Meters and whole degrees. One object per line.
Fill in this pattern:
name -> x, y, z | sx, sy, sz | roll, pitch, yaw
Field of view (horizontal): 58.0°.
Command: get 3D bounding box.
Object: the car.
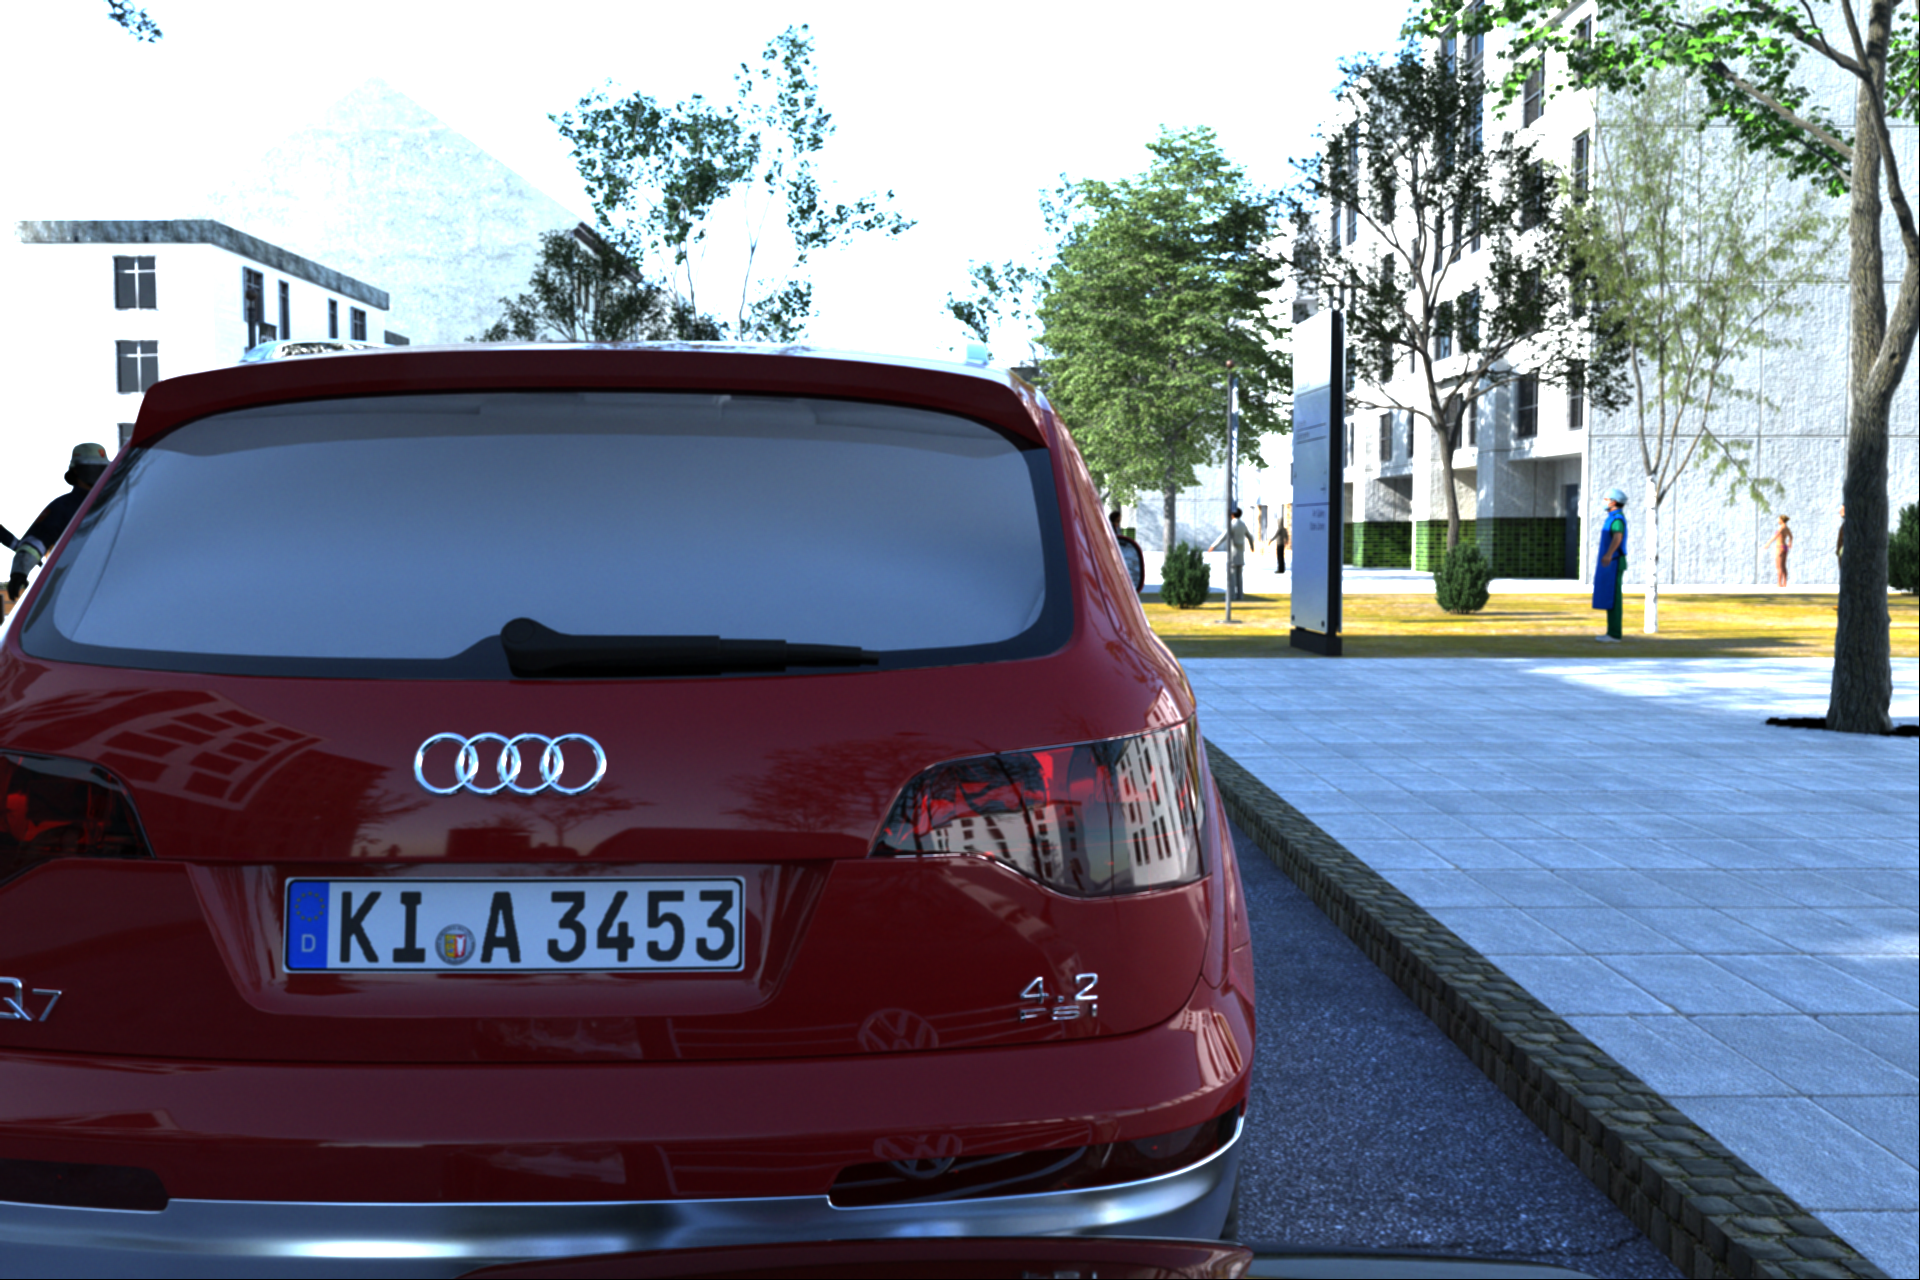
car -> -0.570, 0.249, 4.603 | 2.281, 1.827, 5.304 | 0, 4, -1

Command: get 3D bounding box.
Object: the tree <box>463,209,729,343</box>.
tree -> -9.702, -7.031, 49.373 | 8.767, 10.594, 7.601 | -1, 4, -17

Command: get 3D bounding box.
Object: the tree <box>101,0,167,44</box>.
tree -> -9.303, -6.169, 11.232 | 12.009, 13.543, 11.850 | 0, 3, 0

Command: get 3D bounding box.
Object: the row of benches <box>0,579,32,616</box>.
row of benches -> -14.320, -0.518, 23.935 | 4.104, 0.672, 1.422 | 1, 4, 11

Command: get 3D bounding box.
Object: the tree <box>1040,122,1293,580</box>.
tree -> 6.032, -7.942, 47.973 | 7.486, 12.596, 7.792 | 0, 3, 0

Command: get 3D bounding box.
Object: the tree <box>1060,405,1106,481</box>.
tree -> 5.722, -8.212, 84.630 | 4.360, 8.622, 3.978 | 0, 3, 0

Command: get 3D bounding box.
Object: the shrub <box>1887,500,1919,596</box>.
shrub -> 20.025, -1.940, 36.146 | 1.690, 2.028, 1.600 | 0, 3, 0

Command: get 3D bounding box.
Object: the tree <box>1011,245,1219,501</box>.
tree -> 5.974, -9.931, 72.744 | 12.009, 13.543, 11.850 | 0, 3, 0

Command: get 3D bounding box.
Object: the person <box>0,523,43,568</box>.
person -> -10.251, -0.747, 17.994 | 1.354, 1.856, 0.705 | 0, 4, -7

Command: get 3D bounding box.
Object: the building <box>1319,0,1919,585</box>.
building -> 23.858, -11.747, 58.516 | 16.747, 18.905, 31.486 | 0, 4, 0

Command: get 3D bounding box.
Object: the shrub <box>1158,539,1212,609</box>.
shrub -> 3.845, -1.131, 29.613 | 1.383, 1.207, 1.383 | 0, 3, 0

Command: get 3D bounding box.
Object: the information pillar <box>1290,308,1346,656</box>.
information pillar -> 3.891, -1.686, 18.883 | 0.184, 3.620, 1.656 | 0, 4, -2

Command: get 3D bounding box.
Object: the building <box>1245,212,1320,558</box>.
building -> 22.188, -15.030, 102.157 | 16.016, 20.090, 11.380 | 0, 3, 0

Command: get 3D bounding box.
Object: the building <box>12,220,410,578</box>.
building -> -24.417, -7.236, 60.463 | 9.099, 9.664, 28.070 | 0, 3, 0

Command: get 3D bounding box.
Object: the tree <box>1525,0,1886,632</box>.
tree -> 9.016, -4.420, 22.622 | 4.360, 8.622, 3.978 | 0, 3, 0

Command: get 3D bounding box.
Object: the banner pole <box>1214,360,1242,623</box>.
banner pole -> 3.887, -2.123, 24.730 | 0.401, 3.779, 0.863 | 0, 4, -1

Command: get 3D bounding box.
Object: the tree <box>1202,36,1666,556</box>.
tree -> 8.912, -5.930, 31.372 | 8.767, 10.594, 7.601 | -1, 4, -19

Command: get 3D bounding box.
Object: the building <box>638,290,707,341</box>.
building -> -29.013, -16.799, 141.124 | 16.747, 18.905, 31.486 | 0, 4, -1

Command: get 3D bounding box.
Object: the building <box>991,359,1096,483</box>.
building -> -0.026, -22.500, 214.299 | 32.646, 21.610, 27.936 | 0, 4, -5

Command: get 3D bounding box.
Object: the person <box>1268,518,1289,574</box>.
person -> 10.337, -3.050, 55.999 | 0.705, 1.813, 1.348 | 2, 4, 35

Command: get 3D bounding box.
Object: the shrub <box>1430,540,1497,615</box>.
shrub -> 8.028, -1.011, 27.639 | 1.383, 1.207, 1.383 | 0, 3, 0

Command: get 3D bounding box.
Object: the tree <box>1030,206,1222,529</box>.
tree -> 5.751, -8.686, 60.138 | 7.486, 12.596, 7.792 | 0, 3, 0

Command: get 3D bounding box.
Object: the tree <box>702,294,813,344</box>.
tree -> -10.297, -10.866, 88.033 | 12.009, 13.543, 11.850 | 0, 3, 0

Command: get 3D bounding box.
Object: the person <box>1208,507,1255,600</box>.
person -> 5.360, -1.691, 33.840 | 1.347, 1.806, 0.705 | -3, 5, -42

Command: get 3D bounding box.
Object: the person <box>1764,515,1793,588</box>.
person -> 19.566, -2.115, 41.388 | 1.217, 1.733, 0.721 | -3, 4, -38

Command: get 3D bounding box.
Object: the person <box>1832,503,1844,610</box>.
person -> 14.948, -1.414, 29.256 | 0.704, 1.812, 1.346 | 2, 4, 25

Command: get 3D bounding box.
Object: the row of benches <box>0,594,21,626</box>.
row of benches -> -10.688, -0.346, 21.118 | 4.104, 0.672, 1.422 | -1, 4, -10

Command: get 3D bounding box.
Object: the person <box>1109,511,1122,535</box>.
person -> 3.749, -2.155, 41.379 | 0.704, 1.843, 1.345 | 1, 4, 21

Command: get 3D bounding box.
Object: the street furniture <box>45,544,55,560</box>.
street furniture -> -13.056, -1.527, 31.828 | 9.812, 1.723, 11.010 | 1, 4, 15

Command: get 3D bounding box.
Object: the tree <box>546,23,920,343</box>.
tree -> -8.340, -12.742, 64.219 | 12.611, 20.169, 13.585 | 0, 3, 0

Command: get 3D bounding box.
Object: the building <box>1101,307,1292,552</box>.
building -> 21.046, -16.761, 140.503 | 16.747, 18.905, 31.486 | 0, 4, 0

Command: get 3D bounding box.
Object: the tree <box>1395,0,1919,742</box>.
tree -> 6.058, -5.211, 10.959 | 9.928, 11.665, 9.643 | 0, 3, 0

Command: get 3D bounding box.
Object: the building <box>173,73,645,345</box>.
building -> -27.978, -15.981, 92.218 | 19.493, 23.208, 18.063 | 0, 4, -1

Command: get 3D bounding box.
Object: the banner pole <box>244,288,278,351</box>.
banner pole -> -7.216, -1.710, 17.975 | 0.401, 3.779, 0.863 | 0, 4, 1

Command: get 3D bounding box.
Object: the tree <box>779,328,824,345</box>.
tree -> -9.778, -11.704, 101.732 | 12.009, 13.543, 11.850 | 0, 3, 0

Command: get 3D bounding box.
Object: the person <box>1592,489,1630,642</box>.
person -> 7.743, -0.886, 20.620 | 0.704, 1.817, 1.347 | 1, 4, 19

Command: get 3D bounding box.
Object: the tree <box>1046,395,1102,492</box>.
tree -> 5.377, -10.491, 105.934 | 8.767, 10.594, 7.601 | -1, 4, -9

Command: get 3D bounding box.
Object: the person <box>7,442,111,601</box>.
person -> -5.323, -0.295, 10.683 | 0.704, 1.845, 1.351 | 1, 4, 21

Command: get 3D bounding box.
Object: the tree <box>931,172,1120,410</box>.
tree -> 4.703, -14.535, 93.528 | 12.611, 20.169, 13.585 | 0, 3, 0
